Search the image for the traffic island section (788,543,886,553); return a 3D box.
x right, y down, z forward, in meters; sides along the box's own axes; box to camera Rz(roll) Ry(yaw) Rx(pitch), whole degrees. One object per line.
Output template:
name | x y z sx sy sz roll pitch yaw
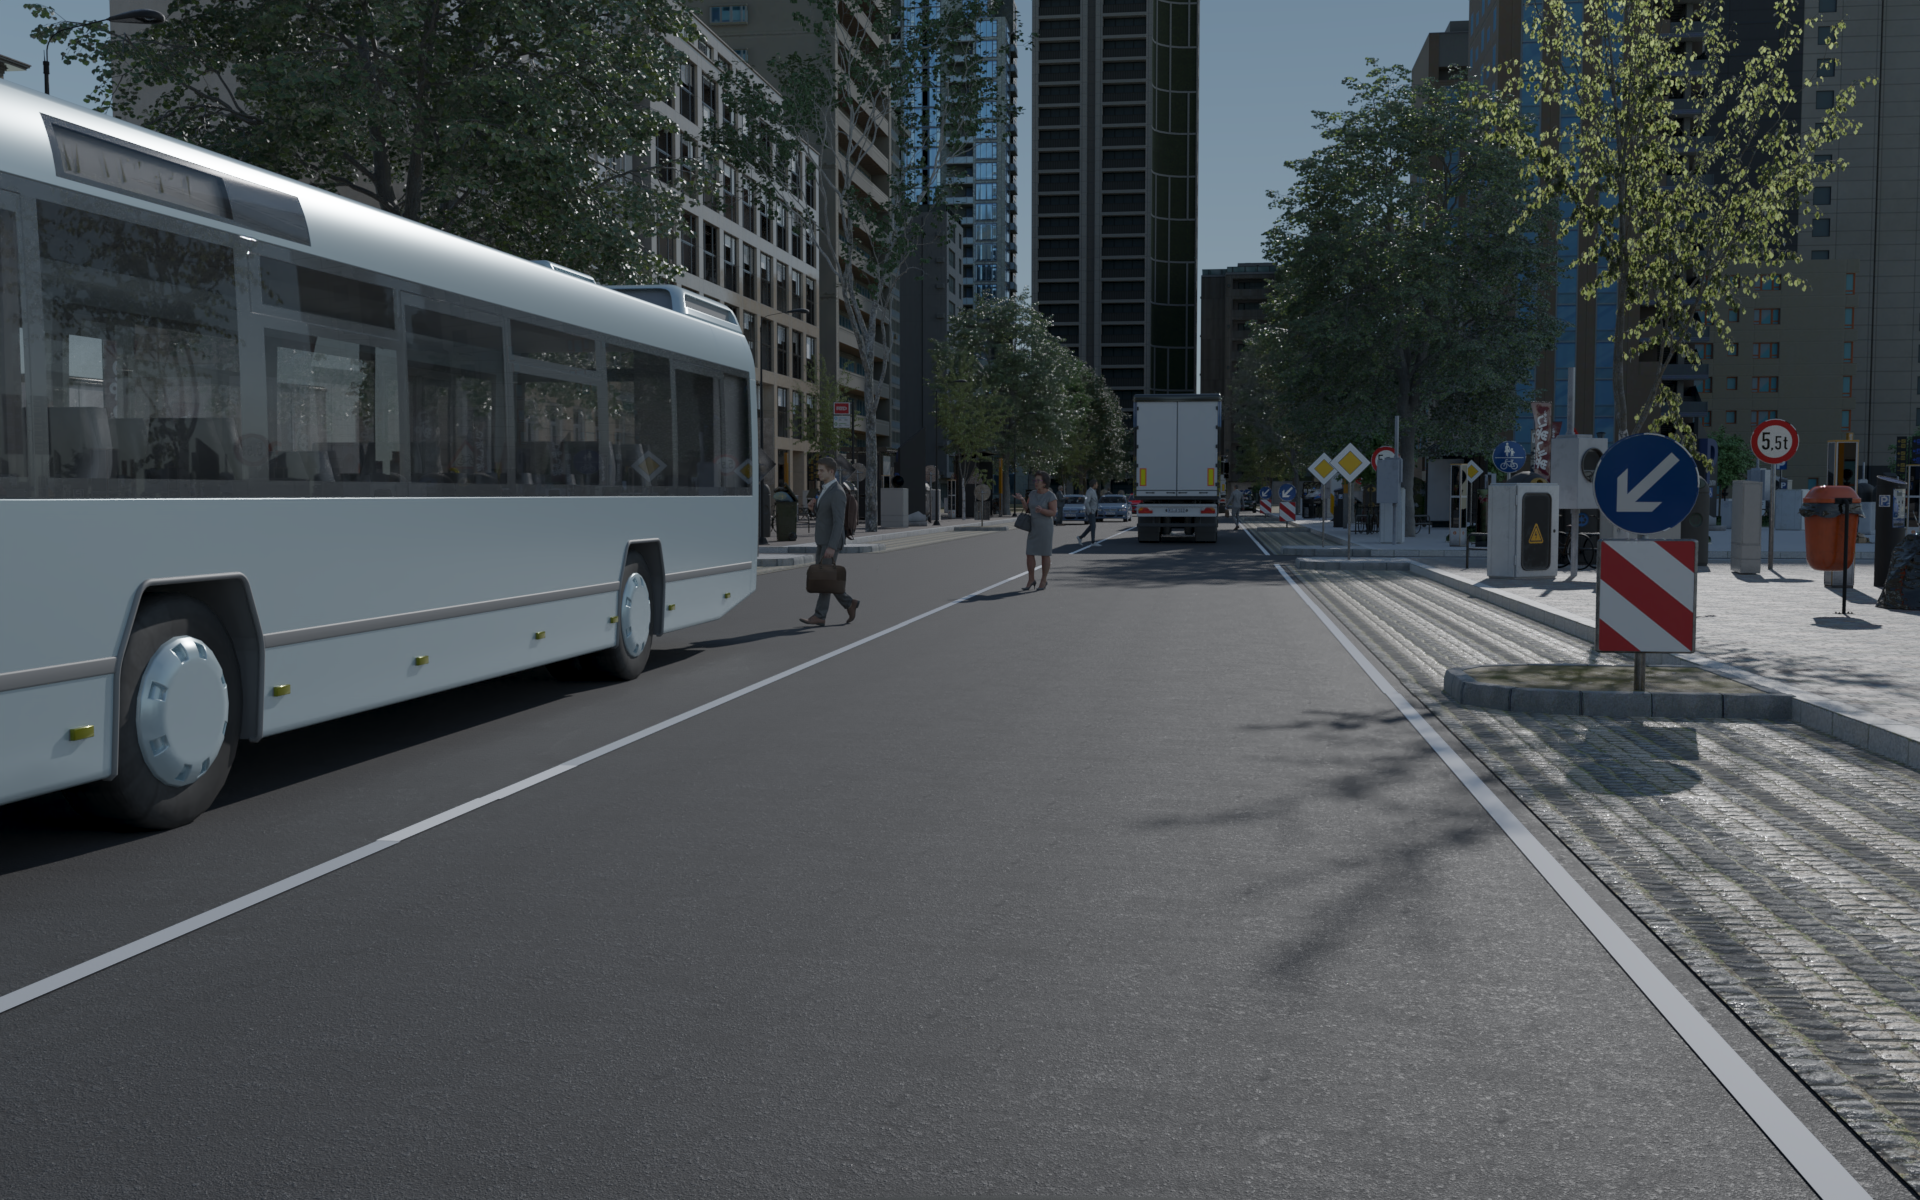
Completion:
traffic island section | -3.013 -1.290 43.376 2.009 0.180 2.903 1 4 8

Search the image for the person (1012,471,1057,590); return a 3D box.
person | 1.077 -1.038 25.837 0.716 1.782 0.532 3 4 38

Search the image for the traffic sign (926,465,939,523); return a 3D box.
traffic sign | -1.295 -4.653 76.185 0.768 2.556 0.104 1 4 13

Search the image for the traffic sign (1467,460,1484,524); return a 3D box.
traffic sign | 17.179 -3.489 58.224 0.795 2.450 0.064 1 4 17

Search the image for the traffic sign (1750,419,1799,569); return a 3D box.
traffic sign | 13.804 -1.793 29.424 0.768 2.556 0.104 1 4 11

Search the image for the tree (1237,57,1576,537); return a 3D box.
tree | 13.466 -8.866 51.609 9.857 13.997 8.962 0 3 0

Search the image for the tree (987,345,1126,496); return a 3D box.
tree | 5.429 -11.752 117.898 9.928 11.665 9.643 0 3 0

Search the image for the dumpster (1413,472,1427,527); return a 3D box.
dumpster | 17.576 -4.000 67.900 1.502 2.255 1.985 1 4 8

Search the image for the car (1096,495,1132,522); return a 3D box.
car | 7.999 -4.790 90.324 2.014 1.417 4.499 1 4 9

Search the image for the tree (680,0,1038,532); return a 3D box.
tree | -4.363 -12.332 57.515 12.611 20.169 13.585 0 3 0

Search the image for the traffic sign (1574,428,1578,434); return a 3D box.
traffic sign | 12.027 -2.080 34.009 0.884 2.594 0.081 1 4 15

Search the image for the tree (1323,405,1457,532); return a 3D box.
tree | 14.006 -4.608 59.052 4.285 4.588 4.351 0 3 0

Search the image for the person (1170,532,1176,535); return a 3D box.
person | 7.330 -3.218 61.096 0.573 1.828 0.580 2 4 29

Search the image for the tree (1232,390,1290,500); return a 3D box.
tree | 32.008 -16.073 180.918 7.486 12.596 7.792 0 3 0

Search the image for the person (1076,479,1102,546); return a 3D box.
person | 3.544 -2.405 47.667 0.795 1.843 0.661 1 4 23

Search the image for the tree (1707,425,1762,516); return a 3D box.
tree | 35.556 -5.939 80.822 4.285 4.588 4.351 0 3 0

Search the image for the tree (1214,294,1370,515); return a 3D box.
tree | 20.604 -11.965 106.003 12.009 13.543 11.850 0 3 0

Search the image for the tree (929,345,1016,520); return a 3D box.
tree | 0.317 -8.232 84.959 4.737 8.622 4.395 0 3 0

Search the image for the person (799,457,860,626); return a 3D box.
person | -1.390 -0.636 18.870 0.822 1.834 0.622 -2 4 -31

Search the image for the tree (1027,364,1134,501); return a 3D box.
tree | 10.471 -14.308 150.949 9.611 12.733 9.660 0 3 0

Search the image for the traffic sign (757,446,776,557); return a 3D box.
traffic sign | -4.143 -1.943 35.409 0.795 2.450 0.064 1 4 8

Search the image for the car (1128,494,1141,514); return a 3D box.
car | 11.689 -6.326 112.469 2.155 1.783 4.494 0 4 7

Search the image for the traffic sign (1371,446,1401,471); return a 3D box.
traffic sign | 11.307 -2.808 46.022 0.768 2.556 0.104 1 4 18

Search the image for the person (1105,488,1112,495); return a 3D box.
person | 9.772 -6.495 114.471 0.659 1.850 0.755 -1 4 -12

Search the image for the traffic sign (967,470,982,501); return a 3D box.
traffic sign | 0.797 -5.502 89.964 0.884 2.594 0.081 1 4 16

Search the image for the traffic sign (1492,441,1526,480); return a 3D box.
traffic sign | 13.115 -2.527 41.425 0.768 2.556 0.104 1 4 12

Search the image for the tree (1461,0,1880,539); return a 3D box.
tree | 8.048 -4.269 20.154 4.360 8.622 3.978 0 3 0

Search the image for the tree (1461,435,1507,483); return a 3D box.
tree | 26.159 -6.324 87.114 4.285 4.588 4.351 0 3 0

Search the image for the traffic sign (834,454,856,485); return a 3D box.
traffic sign | -2.989 -2.426 43.311 0.795 2.450 0.064 1 4 8

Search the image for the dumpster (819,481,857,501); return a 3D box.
dumpster | -4.928 -3.917 69.806 1.264 1.857 1.865 1 4 8

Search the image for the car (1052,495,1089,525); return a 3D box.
car | 5.375 -4.323 82.687 2.014 1.417 4.499 0 4 7

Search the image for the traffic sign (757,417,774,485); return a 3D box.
traffic sign | -6.039 -3.208 46.321 2.265 3.308 0.079 1 4 17

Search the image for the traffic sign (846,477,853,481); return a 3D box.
traffic sign | -4.758 -4.375 71.542 0.884 2.594 0.081 1 4 9

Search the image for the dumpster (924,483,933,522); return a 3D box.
dumpster | -1.983 -4.428 78.149 1.264 1.857 1.865 1 4 8

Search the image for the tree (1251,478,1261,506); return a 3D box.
tree | 32.804 -11.878 188.806 1.663 3.219 1.824 0 3 0

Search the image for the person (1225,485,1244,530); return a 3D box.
person | 11.077 -3.732 69.645 0.709 1.813 0.853 -2 4 -27

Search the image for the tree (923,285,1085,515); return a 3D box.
tree | 2.668 -12.135 105.065 9.857 13.997 8.962 0 3 0

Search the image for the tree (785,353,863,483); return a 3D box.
tree | -6.854 -8.533 89.880 4.737 8.622 4.395 0 3 0

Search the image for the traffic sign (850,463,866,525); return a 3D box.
traffic sign | -4.185 -4.317 70.685 0.768 2.556 0.104 1 4 9

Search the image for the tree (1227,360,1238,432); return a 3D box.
tree | 23.380 -13.028 119.670 9.857 13.997 8.962 0 3 0

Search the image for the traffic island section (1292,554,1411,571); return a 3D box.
traffic island section | 7.599 -0.702 33.757 2.009 0.180 2.903 1 4 8

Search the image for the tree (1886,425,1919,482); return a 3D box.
tree | 40.214 -5.361 71.366 4.285 4.588 4.351 0 3 0

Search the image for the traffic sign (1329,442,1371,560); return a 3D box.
traffic sign | 7.574 -1.837 33.683 0.795 2.450 0.064 1 4 8

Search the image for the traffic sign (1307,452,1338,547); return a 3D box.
traffic sign | 8.729 -2.321 41.584 0.795 2.450 0.064 1 4 8

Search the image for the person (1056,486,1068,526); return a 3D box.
person | 4.586 -4.231 77.855 0.590 1.801 0.661 0 4 -8

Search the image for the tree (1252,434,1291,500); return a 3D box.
tree | 29.022 -12.932 161.803 4.737 8.622 4.395 0 3 0

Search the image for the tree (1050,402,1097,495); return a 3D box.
tree | 8.344 -11.308 135.255 4.737 8.622 4.395 0 3 0

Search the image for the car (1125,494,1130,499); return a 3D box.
car | 12.614 -7.018 126.549 2.131 1.459 4.920 1 4 9

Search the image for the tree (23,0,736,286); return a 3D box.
tree | -8.334 -7.315 26.261 9.857 13.997 8.962 0 3 0

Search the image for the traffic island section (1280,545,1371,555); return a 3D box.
traffic island section | 8.753 -1.185 41.658 2.009 0.180 2.903 1 4 8

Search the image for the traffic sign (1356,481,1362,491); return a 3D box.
traffic sign | 21.407 -5.645 92.400 0.768 2.556 0.104 1 4 15

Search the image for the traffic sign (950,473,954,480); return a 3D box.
traffic sign | -0.190 -6.100 99.847 0.768 2.556 0.104 1 4 12

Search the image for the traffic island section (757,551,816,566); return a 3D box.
traffic island section | -4.168 -0.807 35.474 2.009 0.180 2.903 1 4 8

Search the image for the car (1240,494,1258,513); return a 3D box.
car | 21.735 -7.486 132.179 2.009 1.686 4.222 1 4 8
